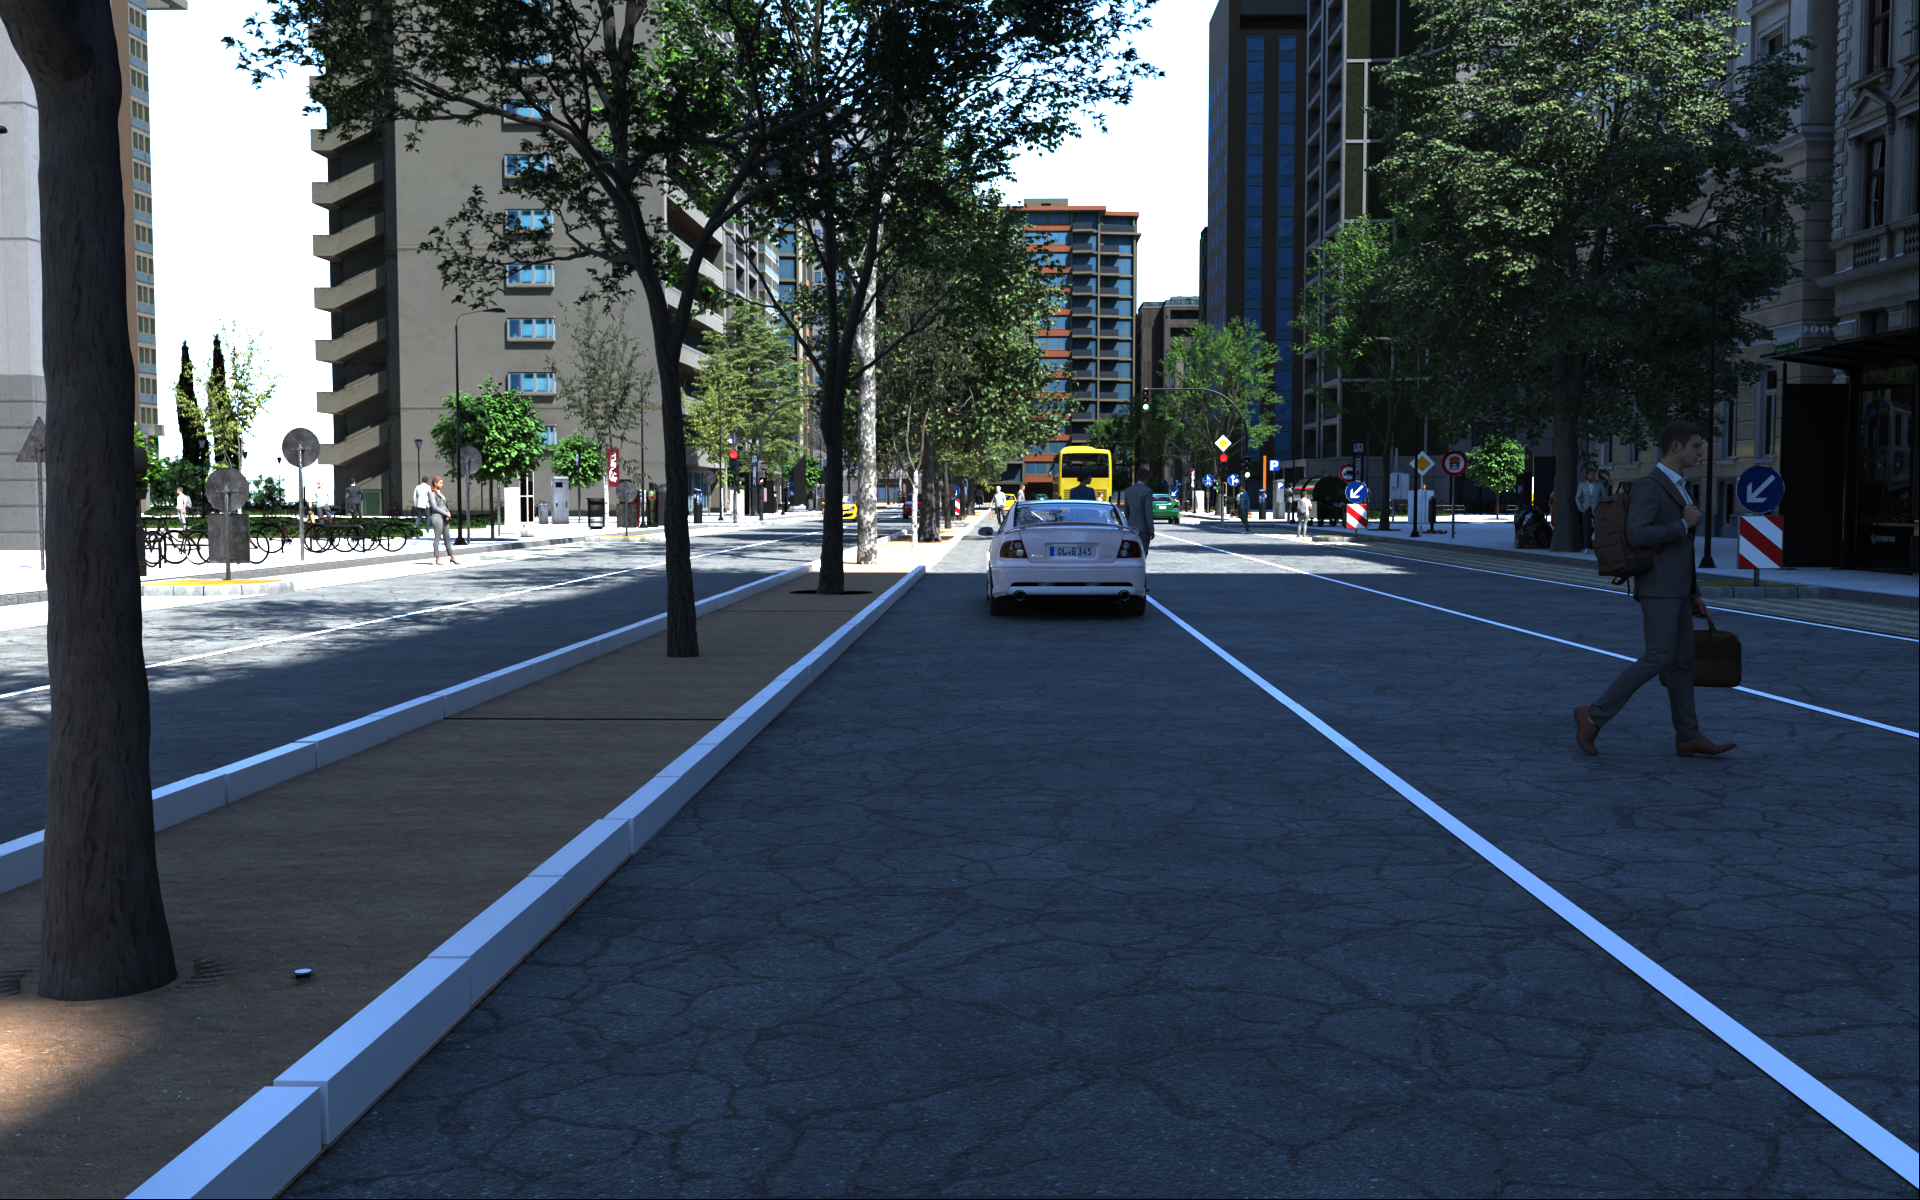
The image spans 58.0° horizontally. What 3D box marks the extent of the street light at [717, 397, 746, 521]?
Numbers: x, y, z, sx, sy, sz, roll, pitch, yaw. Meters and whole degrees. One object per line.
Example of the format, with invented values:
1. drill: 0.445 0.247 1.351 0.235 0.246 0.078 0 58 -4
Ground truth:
1. street light: -10.957 -6.760 83.064 1.470 5.913 1.316 0 4 2

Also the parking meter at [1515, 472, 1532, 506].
1. parking meter: 14.859 -2.445 45.681 0.255 1.863 0.399 -1 4 -21

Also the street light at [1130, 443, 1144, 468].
1. street light: 16.030 -11.265 156.728 1.470 5.913 1.316 0 4 2

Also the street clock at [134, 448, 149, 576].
1. street clock: -12.819 -1.371 26.979 0.358 2.002 0.471 -3 5 -41

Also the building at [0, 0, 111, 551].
1. building: -31.656 -29.709 27.746 21.231 58.520 28.212 0 4 2

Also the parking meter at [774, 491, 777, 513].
1. parking meter: -12.629 -6.665 117.385 0.372 1.533 0.369 0 3 0

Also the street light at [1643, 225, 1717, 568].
1. street light: 12.480 -3.516 30.020 1.470 5.913 1.316 0 4 2

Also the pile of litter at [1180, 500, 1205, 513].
1. pile of litter: 15.980 -6.522 120.593 1.719 0.858 1.176 0 4 -5

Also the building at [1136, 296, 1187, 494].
1. building: 33.440 -29.620 255.980 14.107 30.474 14.160 0 4 2

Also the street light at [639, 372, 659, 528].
1. street light: -11.396 -5.659 65.063 1.470 5.913 1.316 0 4 2

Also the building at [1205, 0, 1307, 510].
1. building: 28.960 -30.498 148.759 14.600 45.320 14.200 0 4 2

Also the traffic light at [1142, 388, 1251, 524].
1. traffic light: 10.142 -6.086 74.175 4.771 5.953 1.251 0 4 2

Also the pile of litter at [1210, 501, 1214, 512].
1. pile of litter: 17.580 -6.727 123.954 1.176 0.858 1.719 -1 4 -19

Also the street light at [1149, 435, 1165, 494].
1. street light: 15.385 -9.953 135.279 1.470 5.913 1.316 0 4 2

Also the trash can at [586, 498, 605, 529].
1. trash can: -13.327 -3.169 63.465 0.748 1.137 0.748 0 3 0

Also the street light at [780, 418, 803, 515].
1. street light: -10.298 -8.153 105.843 1.470 5.913 1.316 0 4 2

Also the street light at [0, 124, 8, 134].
1. street light: -12.622 -3.015 21.844 1.470 5.913 1.316 0 4 2

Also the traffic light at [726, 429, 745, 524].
1. traffic light: -9.718 -5.255 74.848 0.839 4.253 0.868 0 4 2

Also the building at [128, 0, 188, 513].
1. building: -65.863 -25.343 106.238 23.993 40.220 32.217 0 4 2

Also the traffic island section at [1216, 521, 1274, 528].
1. traffic island section: 12.275 -3.186 74.371 2.009 0.180 2.903 0 4 2

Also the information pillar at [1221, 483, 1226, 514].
1. information pillar: 16.865 -6.514 110.990 0.304 2.012 0.304 -1 4 -20

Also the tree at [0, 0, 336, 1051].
1. tree: -2.452 -5.606 4.480 12.009 13.543 11.850 0 3 0

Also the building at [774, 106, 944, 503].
1. building: -16.476 -43.903 259.805 28.212 58.520 21.231 0 4 2

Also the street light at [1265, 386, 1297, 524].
1. street light: 13.762 -6.218 74.203 1.470 5.913 1.316 0 4 2

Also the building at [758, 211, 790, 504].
1. building: -33.004 -30.552 191.403 32.217 40.220 23.993 0 4 2

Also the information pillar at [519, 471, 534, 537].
1. information pillar: -12.897 -2.879 51.566 0.304 2.012 0.304 2 4 25

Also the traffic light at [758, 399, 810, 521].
1. traffic light: -7.403 -6.614 82.807 4.771 5.953 1.251 0 4 2

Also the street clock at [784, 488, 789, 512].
1. street clock: -12.289 -7.194 122.195 0.471 2.002 0.358 2 4 31

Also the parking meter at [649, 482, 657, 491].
1. parking meter: -14.974 -4.825 84.598 0.399 1.863 0.255 3 5 43

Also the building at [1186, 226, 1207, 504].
1. building: 32.716 -25.478 188.270 14.160 30.474 14.107 0 4 2

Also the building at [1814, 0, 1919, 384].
1. building: 27.035 -12.605 34.970 11.050 23.489 19.941 0 4 2

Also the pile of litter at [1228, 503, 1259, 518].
1. pile of litter: 16.920 -5.511 104.065 1.176 0.858 1.719 -1 4 -18

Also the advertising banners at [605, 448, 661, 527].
1. advertising banners: -12.539 -4.295 66.412 2.074 3.025 0.090 0 4 -6

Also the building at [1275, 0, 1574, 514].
1. building: 34.299 -41.836 122.273 20.563 71.187 20.611 0 4 2

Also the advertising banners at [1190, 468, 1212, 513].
1. advertising banners: 16.124 -7.329 116.022 2.074 3.025 0.090 -3 4 -39

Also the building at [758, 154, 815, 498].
1. building: -31.059 -34.271 214.957 28.867 44.769 22.147 0 4 2

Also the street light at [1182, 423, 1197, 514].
1. street light: 14.796 -8.597 113.101 1.470 5.913 1.316 0 4 2

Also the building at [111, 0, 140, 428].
1. building: -40.075 -25.156 61.419 14.200 45.320 14.600 0 4 2

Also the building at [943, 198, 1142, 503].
1. building: 12.039 -36.963 258.966 28.867 44.769 22.147 0 4 2

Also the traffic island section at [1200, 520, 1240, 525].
1. traffic island section: 12.496 -3.674 82.353 2.009 0.180 2.903 0 4 2

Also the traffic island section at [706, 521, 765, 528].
1. traffic island section: -9.758 -3.223 74.983 2.009 0.180 2.903 0 4 2

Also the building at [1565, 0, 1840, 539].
1. building: 28.679 -16.444 54.764 13.634 28.700 20.117 0 4 2

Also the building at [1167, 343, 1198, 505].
1. building: 40.348 -22.340 210.291 27.650 21.520 28.899 0 4 2

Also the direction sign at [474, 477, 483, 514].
1. direction sign: -23.186 -5.625 83.958 0.876 3.537 0.379 -2 4 -34

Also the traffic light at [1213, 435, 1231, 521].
1. traffic light: 12.456 -5.708 82.240 0.839 4.253 0.868 0 4 2

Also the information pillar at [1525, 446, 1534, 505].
1. information pillar: 27.440 -5.640 83.568 0.183 3.616 0.504 -2 4 -35

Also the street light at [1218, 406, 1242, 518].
1. street light: 14.223 -7.244 90.979 1.470 5.913 1.316 0 4 2

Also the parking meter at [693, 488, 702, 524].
1. parking meter: -11.328 -4.064 74.858 0.372 1.533 0.369 0 3 0

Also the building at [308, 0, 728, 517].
1. building: -26.809 -29.534 106.584 21.300 48.544 21.600 0 4 2

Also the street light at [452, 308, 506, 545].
1. street light: -12.013 -4.327 43.294 1.470 5.913 1.316 0 4 2

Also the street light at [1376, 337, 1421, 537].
1. street light: 13.024 -4.828 51.472 1.470 5.913 1.316 0 4 2

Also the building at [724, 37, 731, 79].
1. building: -30.814 -29.884 143.225 22.147 44.769 28.867 0 4 2

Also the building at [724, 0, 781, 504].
1. building: -28.265 -44.611 167.633 20.563 71.187 20.611 0 4 2

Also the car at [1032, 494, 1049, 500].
1. car: 9.889 -12.204 211.336 2.131 1.459 4.920 0 3 0

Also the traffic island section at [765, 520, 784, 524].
1. traffic island section: -9.537 -3.712 82.965 2.009 0.180 2.903 0 4 2

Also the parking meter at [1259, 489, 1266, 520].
1. parking meter: 15.081 -4.767 86.346 0.372 1.533 0.369 0 3 0
